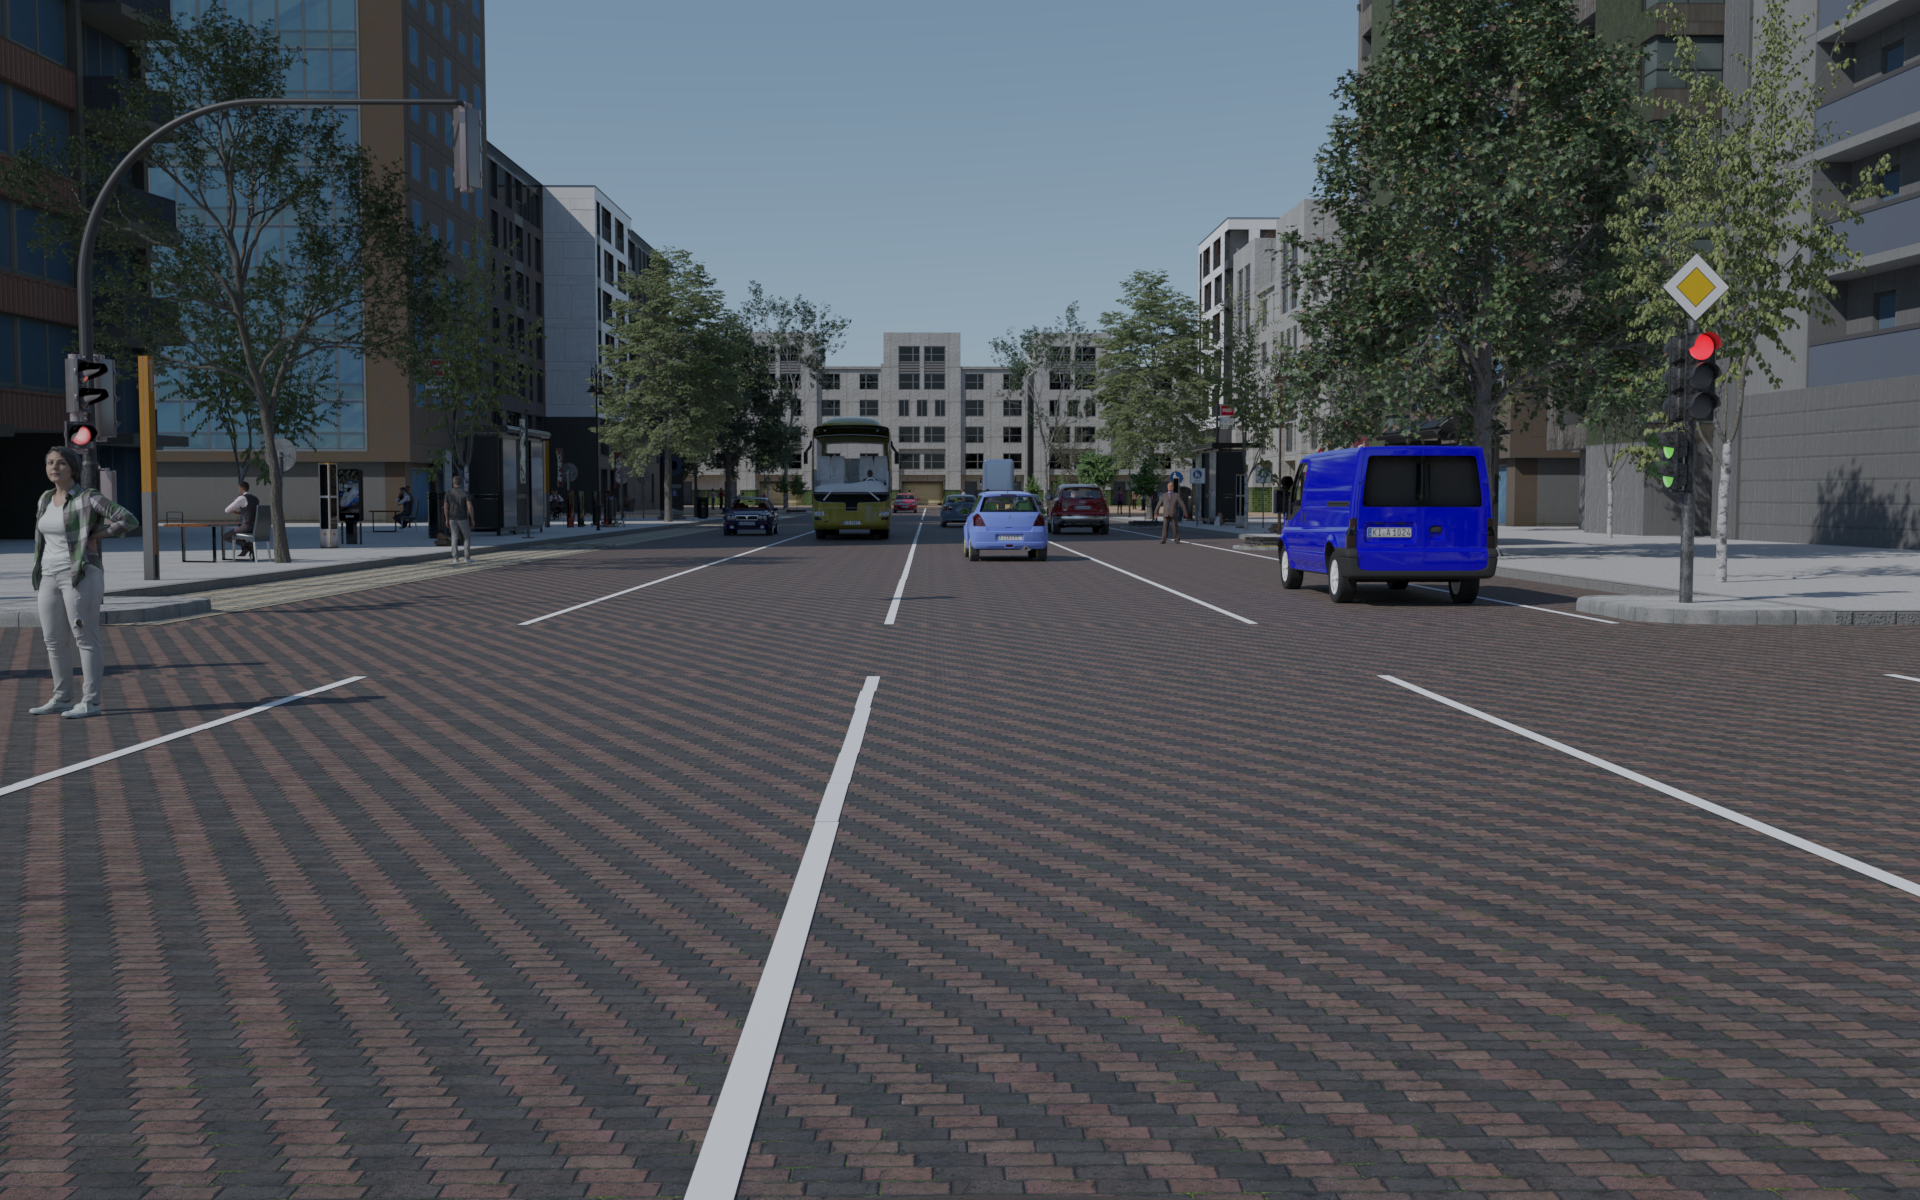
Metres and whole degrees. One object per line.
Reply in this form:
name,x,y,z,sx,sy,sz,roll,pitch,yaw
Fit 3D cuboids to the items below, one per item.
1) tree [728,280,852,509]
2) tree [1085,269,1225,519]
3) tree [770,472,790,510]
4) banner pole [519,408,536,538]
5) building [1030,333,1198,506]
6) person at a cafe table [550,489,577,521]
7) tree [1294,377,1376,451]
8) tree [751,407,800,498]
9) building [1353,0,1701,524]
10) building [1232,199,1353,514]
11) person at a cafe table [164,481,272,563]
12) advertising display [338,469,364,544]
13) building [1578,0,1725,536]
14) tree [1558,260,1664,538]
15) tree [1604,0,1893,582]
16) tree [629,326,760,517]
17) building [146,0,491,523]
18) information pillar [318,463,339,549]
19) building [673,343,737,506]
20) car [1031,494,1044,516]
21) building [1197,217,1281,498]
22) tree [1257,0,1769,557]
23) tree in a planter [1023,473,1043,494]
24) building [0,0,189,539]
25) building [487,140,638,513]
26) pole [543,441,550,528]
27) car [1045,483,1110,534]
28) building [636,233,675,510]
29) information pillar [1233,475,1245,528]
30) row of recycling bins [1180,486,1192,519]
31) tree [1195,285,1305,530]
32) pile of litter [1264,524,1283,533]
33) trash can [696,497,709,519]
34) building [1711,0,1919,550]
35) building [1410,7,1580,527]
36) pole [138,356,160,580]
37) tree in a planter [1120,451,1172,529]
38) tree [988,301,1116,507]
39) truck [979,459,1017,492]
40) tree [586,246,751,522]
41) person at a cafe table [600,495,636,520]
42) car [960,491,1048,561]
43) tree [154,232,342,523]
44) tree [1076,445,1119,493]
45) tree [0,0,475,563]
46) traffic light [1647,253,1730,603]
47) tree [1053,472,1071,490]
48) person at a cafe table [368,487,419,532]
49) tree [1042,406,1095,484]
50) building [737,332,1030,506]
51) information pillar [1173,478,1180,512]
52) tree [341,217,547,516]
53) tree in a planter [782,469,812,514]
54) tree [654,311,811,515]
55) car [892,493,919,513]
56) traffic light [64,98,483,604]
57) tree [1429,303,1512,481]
tree,-15.956,-18.184,153.191,12.611,20.169,13.585,0,3,0
tree,9.889,-10.377,87.797,7.486,12.596,7.792,0,3,0
tree,-14.117,-8.822,138.841,1.663,3.219,1.824,0,3,0
banner pole,-12.697,-3.701,50.527,0.401,3.779,0.863,-2,4,-33
building,23.733,-20.307,198.472,31.486,18.905,16.747,0,4,-1
person at a cafe table,-19.625,-4.653,84.589,1.698,1.524,1.622,-3,4,-37
tree,17.235,-7.853,78.757,4.360,8.622,3.978,0,3,0
tree,-14.217,-10.973,129.775,4.737,8.622,4.395,0,3,0
building,27.356,-19.377,88.510,14.160,30.474,14.107,0,4,-1
building,28.806,-15.057,112.636,16.747,18.905,31.486,0,4,-1
person at a cafe table,-13.783,-1.484,32.774,1.622,1.524,1.698,1,4,19
advertising display,-15.576,-2.390,44.295,0.974,1.923,0.123,3,4,39
building,27.827,-17.579,59.122,14.160,30.474,14.107,0,4,-1
tree,18.953,-6.089,49.918,4.360,8.622,3.978,0,3,0
tree,11.185,-4.574,25.141,4.737,8.622,4.395,0,3,0
tree,-14.771,-9.825,95.053,8.767,10.594,7.601,2,4,31
building,-31.079,-26.387,81.537,14.600,45.320,14.200,0,4,-1
information pillar,-14.876,-2.221,40.802,0.304,2.012,0.304,1,4,19
building,-40.005,-20.238,197.344,31.486,18.905,16.747,0,4,-1
car,3.970,-5.581,103.042,2.131,1.459,4.920,0,4,-2
building,33.379,-18.389,144.641,27.936,21.610,32.646,0,4,-1
tree,10.814,-7.239,35.367,9.611,12.733,9.660,0,3,0
tree in a planter,6.350,-9.339,149.906,1.991,3.239,1.994,0,4,-1
building,-34.124,-23.781,43.441,22.147,44.769,28.867,0,4,-1
building,-37.989,-16.421,112.451,27.936,21.610,32.646,0,4,-1
pole,-15.840,-4.436,66.376,0.158,3.312,0.155,0,3,0
car,4.261,-3.327,63.077,2.281,1.827,5.304,0,4,-1
building,-41.772,-18.454,145.702,32.646,21.610,27.936,0,4,-1
information pillar,10.578,-3.707,65.098,0.304,2.012,0.304,-2,4,-24
row of recycling bins,11.634,-5.101,90.508,1.069,1.692,3.534,0,4,5
tree,10.383,-6.783,61.270,4.737,8.622,4.395,0,3,0
pile of litter,10.778,-2.666,57.561,1.719,0.858,1.176,-2,4,-25
trash can,-13.329,-4.775,89.720,0.748,1.137,0.748,0,3,0
building,35.844,-30.445,39.781,28.212,58.520,21.231,0,4,-1
building,28.161,-25.886,73.346,14.600,45.320,14.200,0,4,-1
pole,-12.035,-1.948,25.699,0.158,3.312,0.155,0,3,0
tree in a planter,7.702,-4.571,71.958,1.991,3.239,1.994,0,4,-1
tree,8.981,-19.242,170.499,12.611,20.169,13.585,0,3,0
truck,2.923,-8.449,127.894,2.967,4.110,18.799,0,4,0
tree,-13.053,-9.873,79.558,7.486,12.596,7.792,0,3,0
person at a cafe table,-17.152,-4.650,86.887,1.726,1.238,1.698,1,4,16
car,0.972,-1.752,38.238,1.945,1.707,3.694,0,4,-2
tree,-20.310,-5.997,48.411,4.737,8.622,4.395,0,3,0
tree,9.266,-8.139,116.788,4.285,4.588,4.351,0,3,0
tree,-12.882,-5.979,32.170,7.601,10.594,8.767,3,4,36
traffic light,8.552,-1.922,20.338,0.839,4.253,0.868,0,4,-1
tree,8.679,-9.459,149.247,1.663,3.219,1.824,0,3,0
person at a cafe table,-19.207,-3.073,58.762,1.622,1.524,1.698,-1,4,-19
tree,8.775,-11.787,143.072,4.360,8.622,3.978,0,3,0
building,-8.505,-20.271,197.892,31.486,18.905,16.747,0,4,-1
information pillar,9.838,-4.543,78.777,0.304,2.012,0.304,1,4,17
tree,-13.373,-5.908,46.958,4.737,8.622,4.395,0,3,0
tree in a planter,-11.528,-7.655,122.378,1.991,3.239,1.994,0,4,-1
tree,-14.430,-11.695,108.225,9.611,12.733,9.660,0,3,0
car,-4.163,-7.524,132.055,2.155,1.783,4.494,0,4,-1
traffic light,-7.956,-2.777,20.073,4.771,5.953,1.251,0,4,-1
tree,17.199,-6.673,59.466,4.737,8.622,4.395,0,3,0
